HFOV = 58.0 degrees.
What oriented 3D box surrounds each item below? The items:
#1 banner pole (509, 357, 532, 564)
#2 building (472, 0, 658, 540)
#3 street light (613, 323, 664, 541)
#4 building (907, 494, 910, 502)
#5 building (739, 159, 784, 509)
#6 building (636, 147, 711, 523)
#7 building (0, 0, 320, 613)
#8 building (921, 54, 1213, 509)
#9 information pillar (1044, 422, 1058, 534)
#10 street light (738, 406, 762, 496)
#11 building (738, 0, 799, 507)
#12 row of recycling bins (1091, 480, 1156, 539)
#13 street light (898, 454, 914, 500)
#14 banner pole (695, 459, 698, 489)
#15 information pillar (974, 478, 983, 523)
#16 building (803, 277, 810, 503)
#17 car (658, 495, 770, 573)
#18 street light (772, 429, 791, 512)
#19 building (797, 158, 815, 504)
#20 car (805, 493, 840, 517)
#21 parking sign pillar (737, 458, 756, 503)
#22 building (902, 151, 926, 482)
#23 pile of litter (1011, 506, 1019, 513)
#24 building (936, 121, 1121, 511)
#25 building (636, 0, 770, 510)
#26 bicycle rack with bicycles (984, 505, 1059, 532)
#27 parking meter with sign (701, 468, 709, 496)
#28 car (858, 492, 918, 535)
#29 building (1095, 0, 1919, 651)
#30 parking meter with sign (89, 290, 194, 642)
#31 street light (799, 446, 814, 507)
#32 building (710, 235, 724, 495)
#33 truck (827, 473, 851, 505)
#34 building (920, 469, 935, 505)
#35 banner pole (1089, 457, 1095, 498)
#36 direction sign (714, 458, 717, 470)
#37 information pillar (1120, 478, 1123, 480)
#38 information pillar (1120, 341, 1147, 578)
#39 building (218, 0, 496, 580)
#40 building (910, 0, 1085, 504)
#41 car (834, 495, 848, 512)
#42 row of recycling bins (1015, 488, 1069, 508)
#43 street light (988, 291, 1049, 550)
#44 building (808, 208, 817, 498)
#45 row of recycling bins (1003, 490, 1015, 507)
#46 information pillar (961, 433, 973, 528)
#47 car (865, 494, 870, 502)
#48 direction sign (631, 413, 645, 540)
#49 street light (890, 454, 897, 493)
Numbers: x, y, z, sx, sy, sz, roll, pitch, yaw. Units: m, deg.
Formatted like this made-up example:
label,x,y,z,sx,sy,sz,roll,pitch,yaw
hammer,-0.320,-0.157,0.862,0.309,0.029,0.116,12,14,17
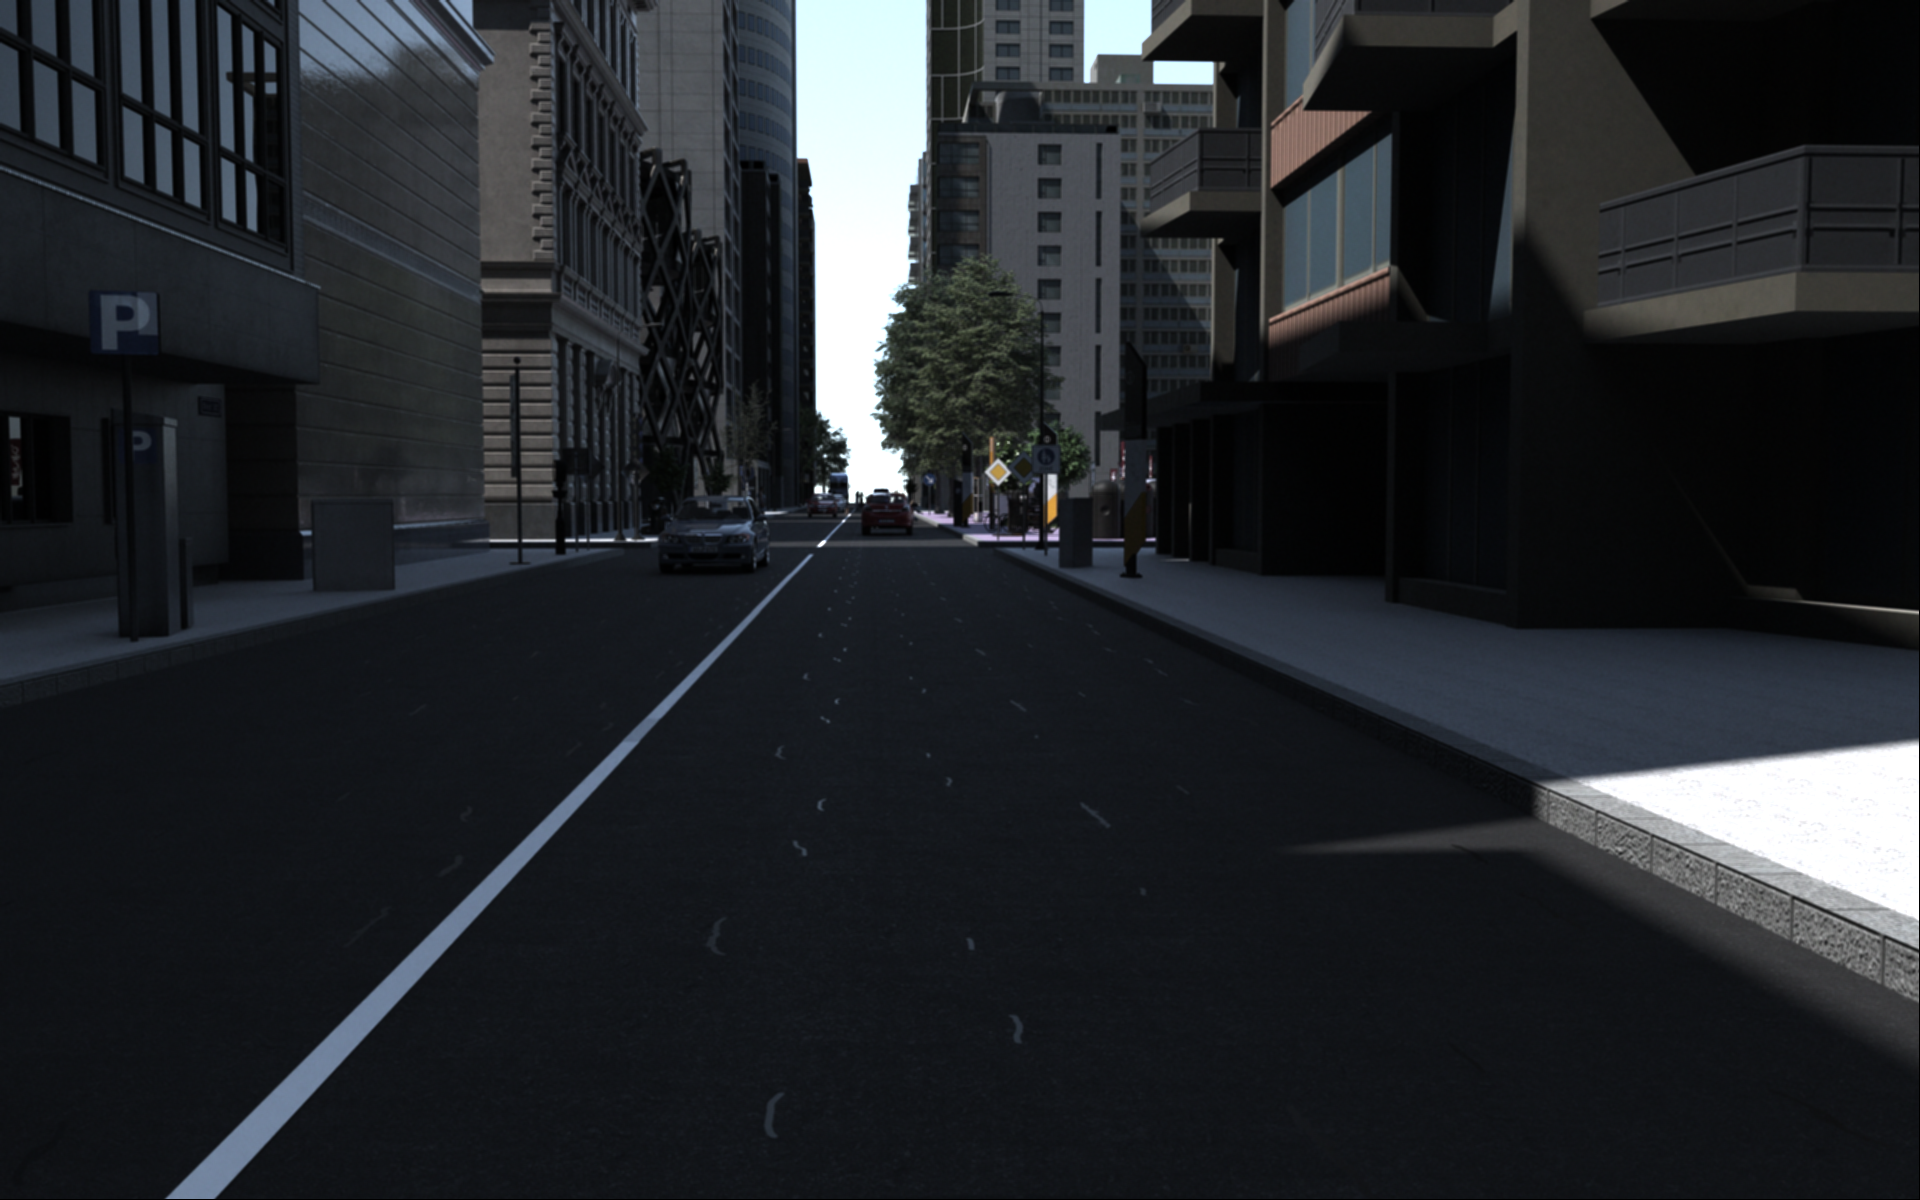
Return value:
label,x,y,z,sx,sy,sz,roll,pitch,yaw
banner pole,-8.176,-2.561,31.886,0.401,3.779,0.863,-2,4,-27
building,-16.627,-13.950,56.958,11.050,23.489,19.941,0,4,-3
street light,-8.748,-4.565,47.182,1.470,5.913,1.316,0,4,-3
building,7.900,-35.417,270.947,32.217,40.220,23.993,0,4,-3
building,-22.665,-23.099,149.377,14.160,30.474,14.107,0,4,-3
building,-20.267,-12.711,75.280,16.820,18.784,16.811,0,4,-3
building,-15.339,-13.356,11.882,14.314,27.812,24.014,0,4,-3
building,12.757,-28.473,157.412,32.217,40.220,23.993,0,4,-3
information pillar,2.928,-3.974,56.328,0.504,3.616,0.183,2,4,26
street light,-11.068,-7.244,90.985,1.470,5.913,1.316,0,4,-3
building,-26.982,-38.376,169.446,21.231,58.520,28.212,0,4,-3
row of recycling bins,4.978,-2.665,50.681,1.069,1.692,3.534,3,4,39
street light,-4.714,-11.201,155.684,1.470,5.913,1.316,0,4,-3
banner pole,-16.553,-7.216,108.004,0.401,3.779,0.863,-3,5,-39
information pillar,0.824,-4.462,77.444,0.304,2.012,0.304,-3,4,-37
building,-32.441,-37.998,244.971,21.300,48.544,21.600,0,4,-3
car,-4.636,-1.289,33.072,2.014,1.417,4.499,0,4,-1
street light,-12.716,-9.241,123.637,1.470,5.913,1.316,0,4,-3
building,-29.862,-34.580,220.000,22.147,44.769,28.867,0,4,-3
car,-8.548,-6.026,107.561,2.155,1.783,4.494,0,4,-5
parking sign pillar,-14.639,-7.983,118.989,1.447,3.967,1.447,-3,5,-44
building,3.890,-38.136,243.129,23.786,49.044,30.456,0,4,-3
pile of litter,2.918,-5.165,98.406,1.176,0.858,1.719,0,4,4
building,5.003,-22.417,138.211,14.160,30.474,14.107,0,4,-3
building,-25.105,-42.349,130.658,20.563,71.187,20.611,0,4,-3
bicycle rack with bicycles,2.242,-2.733,58.069,2.925,0.926,2.852,-1,4,-13
parking meter with sign,-16.686,-7.312,115.809,0.543,3.016,1.738,-2,4,-34
car,-2.565,-3.220,61.694,2.155,1.783,4.494,0,4,-1
building,14.464,-22.584,23.878,22.147,44.769,28.867,0,4,-3
parking meter with sign,-7.381,-1.193,15.764,0.543,3.016,1.738,-1,4,-14
street light,-14.938,-11.910,167.274,1.470,5.913,1.316,0,4,-3
building,-21.933,-14.076,97.587,16.820,18.784,16.811,0,4,-3
truck,-15.840,-14.480,226.511,2.967,4.110,18.799,0,4,-4
building,10.010,-20.756,184.397,27.650,21.520,28.899,0,4,-3
banner pole,8.881,-7.751,116.740,0.401,3.779,0.863,3,5,41
direction sign,-15.221,-7.108,108.215,0.379,3.537,0.876,-2,4,-27
information pillar,7.545,-4.584,79.438,0.304,2.012,0.304,-2,4,-35
information pillar,2.673,-2.148,26.471,0.183,3.616,0.504,-2,4,-29
building,-19.836,-14.986,30.922,20.117,28.700,13.634,0,4,-3
building,4.074,-47.626,216.942,20.563,71.187,20.611,0,4,-3
car,-10.092,-7.791,139.743,2.083,1.381,4.827,0,4,-2
row of recycling bins,5.510,-6.425,112.158,3.534,1.692,1.069,2,4,35
street light,1.345,-4.115,39.823,1.470,5.913,1.316,0,4,-3
building,-28.995,-37.494,263.139,14.600,45.320,14.200,0,4,-3
row of recycling bins,3.995,-7.024,121.954,1.069,1.692,3.534,-2,4,-24
information pillar,0.276,-4.575,66.152,0.504,3.616,0.183,3,5,42
car,-12.463,-14.367,246.700,2.131,1.459,4.920,0,4,-1
direction sign,-9.041,-3.459,48.549,0.379,3.537,0.876,1,4,9
street light,-7.041,-13.849,198.969,1.470,5.913,1.316,0,4,-3
